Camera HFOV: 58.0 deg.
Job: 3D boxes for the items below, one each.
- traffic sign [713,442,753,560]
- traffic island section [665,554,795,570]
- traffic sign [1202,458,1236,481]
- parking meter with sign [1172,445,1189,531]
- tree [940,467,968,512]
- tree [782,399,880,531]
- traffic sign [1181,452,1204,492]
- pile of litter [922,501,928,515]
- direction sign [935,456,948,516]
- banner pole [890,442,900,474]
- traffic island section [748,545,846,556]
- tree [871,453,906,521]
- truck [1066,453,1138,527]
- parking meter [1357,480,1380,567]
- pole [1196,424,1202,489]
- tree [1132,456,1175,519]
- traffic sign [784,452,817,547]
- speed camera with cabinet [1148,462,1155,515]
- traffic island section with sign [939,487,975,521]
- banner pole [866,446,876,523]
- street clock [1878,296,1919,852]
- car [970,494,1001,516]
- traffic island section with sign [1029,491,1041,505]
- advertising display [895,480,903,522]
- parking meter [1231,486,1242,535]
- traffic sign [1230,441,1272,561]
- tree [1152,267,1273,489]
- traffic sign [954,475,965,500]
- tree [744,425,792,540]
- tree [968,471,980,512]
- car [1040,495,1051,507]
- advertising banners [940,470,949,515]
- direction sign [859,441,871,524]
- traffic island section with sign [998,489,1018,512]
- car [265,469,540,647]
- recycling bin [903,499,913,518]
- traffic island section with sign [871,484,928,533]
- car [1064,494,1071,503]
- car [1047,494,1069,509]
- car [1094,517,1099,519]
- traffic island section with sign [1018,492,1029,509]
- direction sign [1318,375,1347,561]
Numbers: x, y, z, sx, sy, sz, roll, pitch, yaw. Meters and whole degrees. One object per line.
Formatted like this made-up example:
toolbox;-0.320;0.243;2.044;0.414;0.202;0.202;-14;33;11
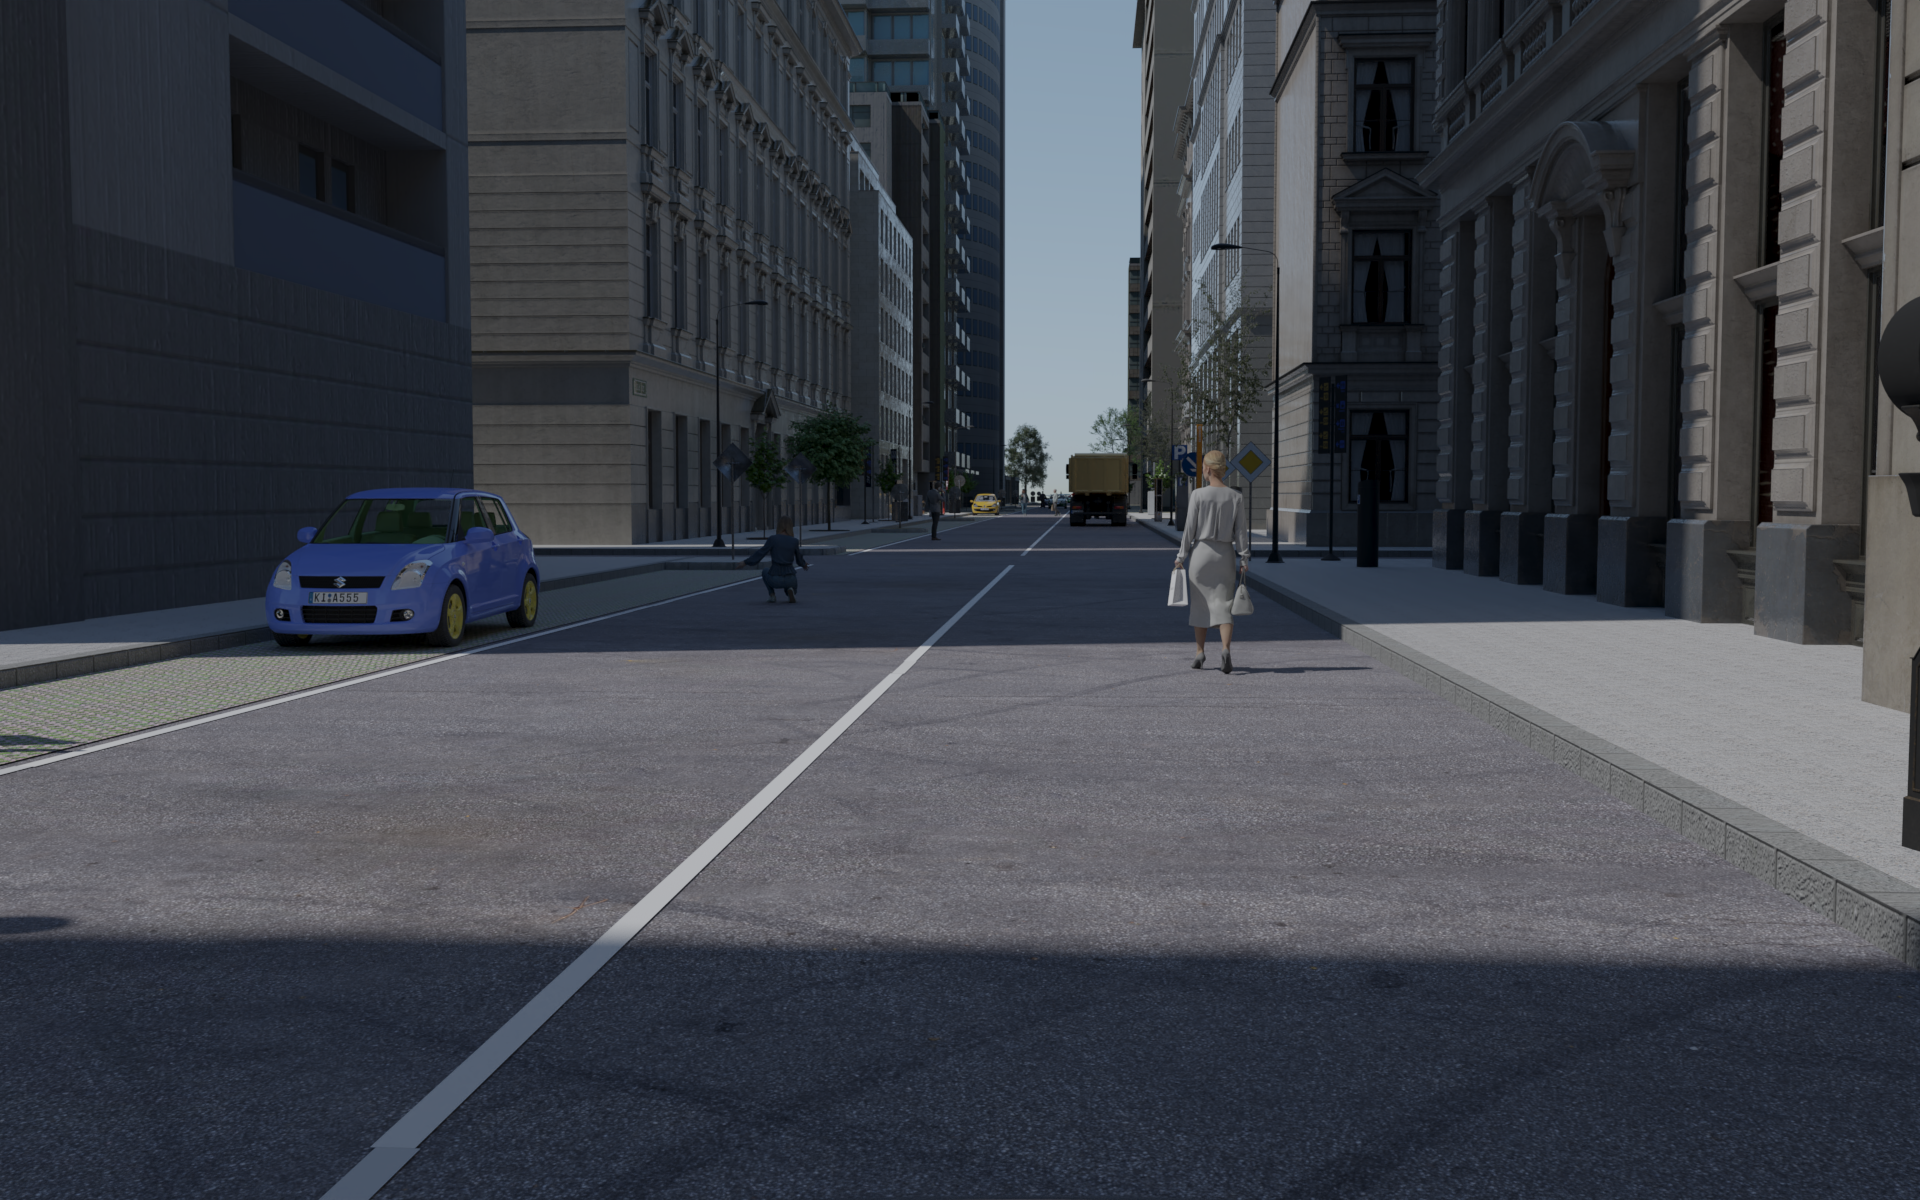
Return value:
traffic sign;-4.431;-1.843;33.781;0.795;2.450;0.064;0;4;4
traffic island section;-4.455;-0.707;33.844;2.009;0.180;2.903;0;4;4
traffic sign;6.121;-2.284;40.993;0.795;2.450;0.064;0;4;4
parking meter with sign;7.724;-3.927;60.473;0.543;3.016;1.738;0;4;3
tree;-0.543;-7.831;122.632;1.663;3.219;1.824;0;3;0
tree;-4.460;-4.665;59.994;4.285;4.588;4.351;0;3;0
traffic sign;7.047;-3.186;52.195;0.768;2.556;0.104;1;4;9
pile of litter;-2.680;-6.017;112.346;1.176;0.858;1.719;0;4;3
direction sign;-1.112;-6.830;103.665;0.876;3.537;0.379;-2;4;-27
banner pole;-3.114;-5.758;84.156;0.401;3.779;0.863;-3;5;-44
traffic island section;-3.869;-1.194;41.808;2.009;0.180;2.903;0;4;4
tree;-3.310;-5.350;82.075;1.663;3.219;1.824;0;3;0
truck;6.483;-5.155;80.209;3.469;3.379;9.791;0;4;6
parking meter;7.166;-1.346;30.415;0.372;1.533;0.369;0;3;0
pole;6.999;-3.479;50.719;0.158;3.312;0.155;0;3;0
tree;10.219;-5.765;88.857;1.663;3.219;1.824;0;3;0
traffic sign;-3.845;-2.330;41.745;0.795;2.450;0.064;0;4;4
speed camera with cabinet;12.075;-6.894;107.049;0.660;3.252;2.038;1;4;16
traffic island section with sign;-0.226;-5.056;91.296;1.989;1.847;2.006;0;4;4
banner pole;-4.060;-5.402;78.331;0.401;3.779;0.863;-3;4;-38
street clock;3.531;-0.098;6.165;0.471;2.002;0.358;0;4;-7
car;1.722;-6.409;115.008;2.015;1.641;3.980;0;4;3
traffic island section with sign;9.470;-13.112;223.009;1.989;1.847;2.006;0;4;4
advertising display;-2.776;-4.495;78.702;0.123;1.923;0.974;1;4;15
parking meter;8.754;-2.842;54.873;0.372;1.533;0.369;0;3;0
traffic sign;5.535;-1.797;33.029;0.795;2.450;0.064;0;4;4
tree;8.534;-6.503;56.684;4.360;8.622;3.978;0;3;0
traffic sign;-0.029;-7.126;116.614;0.768;2.556;0.104;1;4;11
tree;-5.397;-3.319;48.869;1.663;3.219;1.824;0;3;0
tree;0.368;-8.150;127.853;1.663;3.219;1.824;0;3;0
car;9.814;-10.897;190.738;1.945;1.354;3.894;0;4;3
advertising banners;-1.016;-6.885;108.762;0.090;3.025;2.074;-1;4;-16
direction sign;-4.034;-4.990;73.576;0.379;3.537;0.876;2;4;33
traffic island section with sign;3.473;-8.133;141.600;1.989;1.847;2.006;0;4;4
car;-5.472;-0.469;17.260;1.945;1.707;3.694;0;4;3
recycling bin;-2.981;-4.940;93.331;0.722;1.027;0.722;-2;4;-28
traffic island section with sign;-2.208;-3.412;64.413;1.989;1.847;2.006;0;4;4
car;14.193;-13.667;232.252;1.959;1.807;4.718;0;4;5
car;9.557;-9.639;169.389;2.131;1.459;4.920;0;4;4
car;8.693;-5.547;100.917;2.015;1.641;3.980;0;4;2
traffic island section with sign;5.460;-9.777;168.482;1.989;1.847;2.006;0;4;4
direction sign;7.155;-2.527;33.318;0.379;3.537;0.876;-2;4;-23
